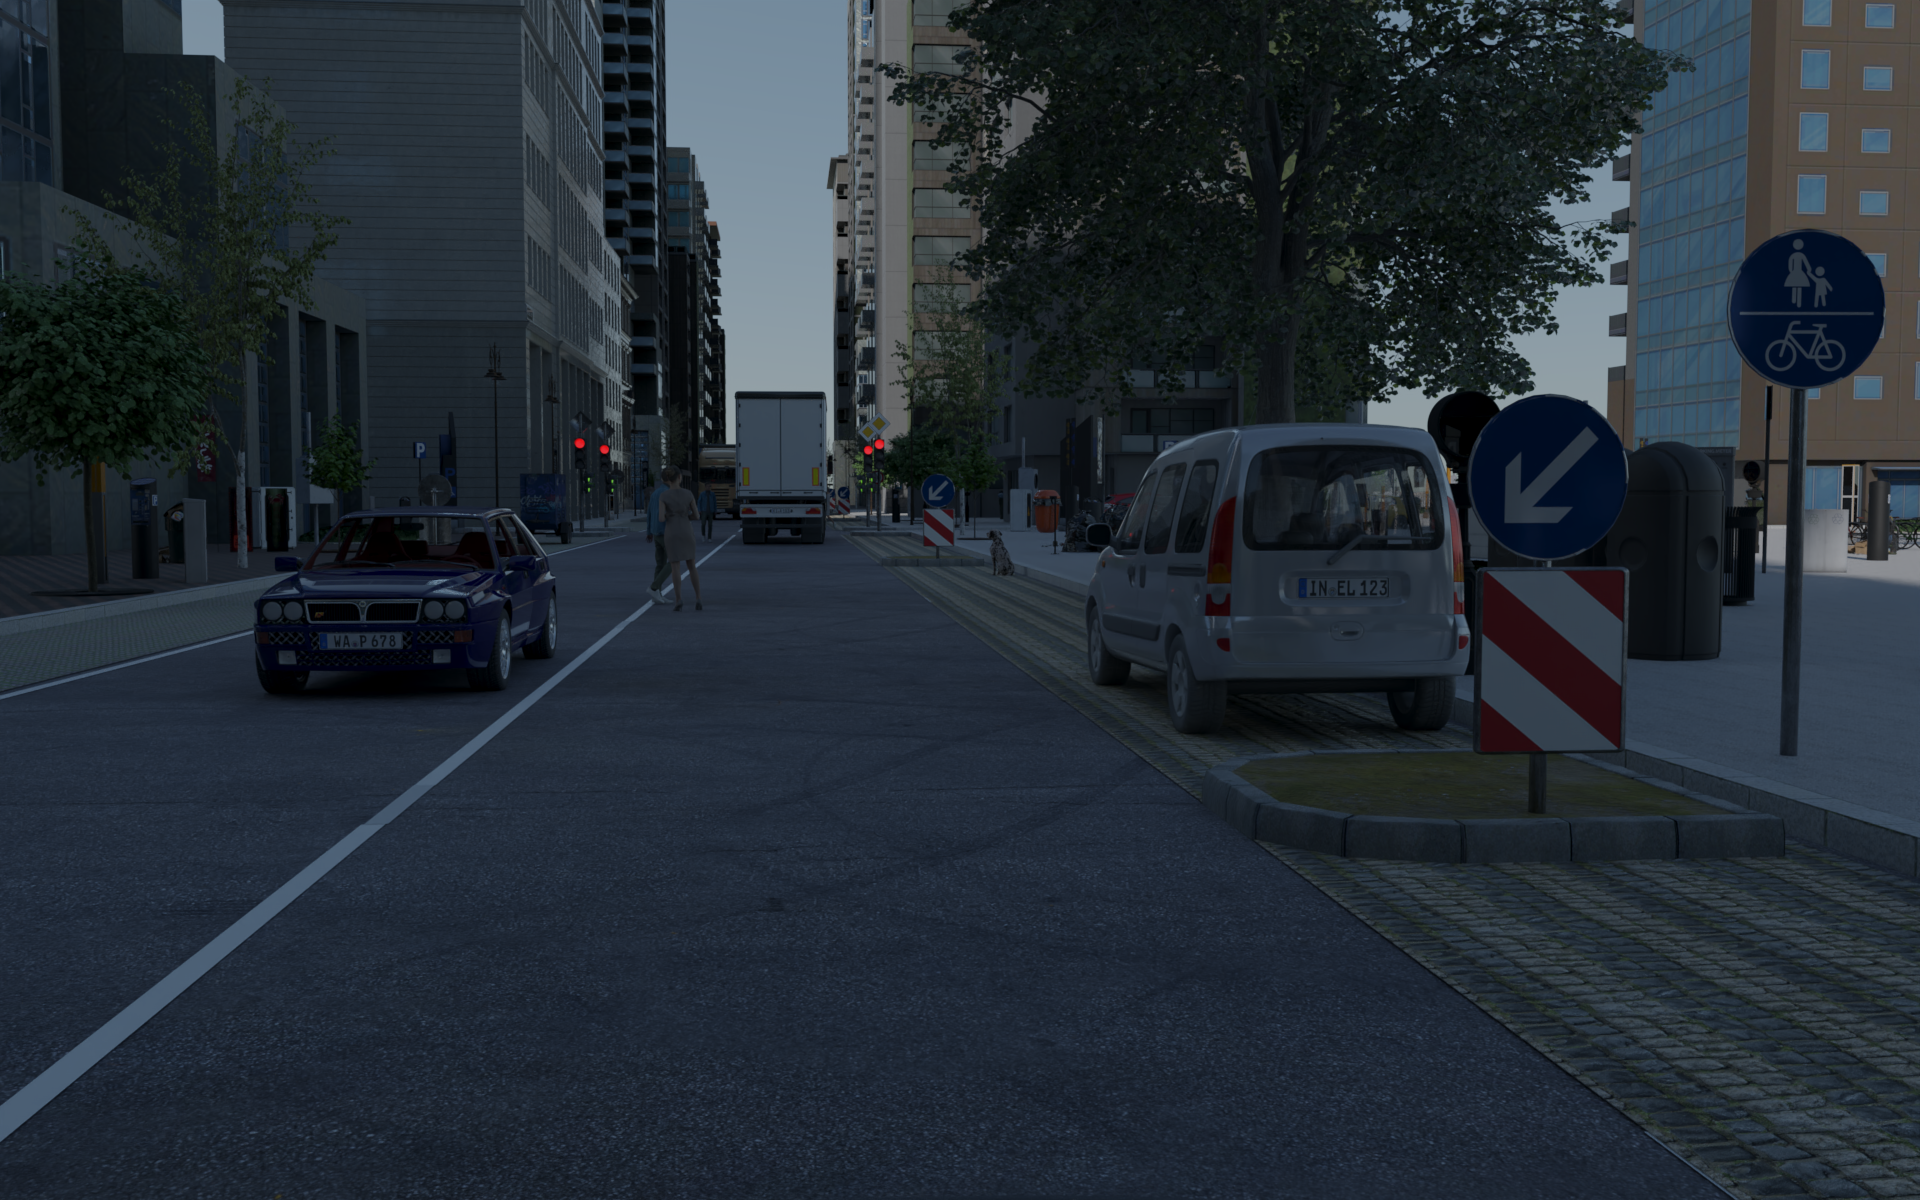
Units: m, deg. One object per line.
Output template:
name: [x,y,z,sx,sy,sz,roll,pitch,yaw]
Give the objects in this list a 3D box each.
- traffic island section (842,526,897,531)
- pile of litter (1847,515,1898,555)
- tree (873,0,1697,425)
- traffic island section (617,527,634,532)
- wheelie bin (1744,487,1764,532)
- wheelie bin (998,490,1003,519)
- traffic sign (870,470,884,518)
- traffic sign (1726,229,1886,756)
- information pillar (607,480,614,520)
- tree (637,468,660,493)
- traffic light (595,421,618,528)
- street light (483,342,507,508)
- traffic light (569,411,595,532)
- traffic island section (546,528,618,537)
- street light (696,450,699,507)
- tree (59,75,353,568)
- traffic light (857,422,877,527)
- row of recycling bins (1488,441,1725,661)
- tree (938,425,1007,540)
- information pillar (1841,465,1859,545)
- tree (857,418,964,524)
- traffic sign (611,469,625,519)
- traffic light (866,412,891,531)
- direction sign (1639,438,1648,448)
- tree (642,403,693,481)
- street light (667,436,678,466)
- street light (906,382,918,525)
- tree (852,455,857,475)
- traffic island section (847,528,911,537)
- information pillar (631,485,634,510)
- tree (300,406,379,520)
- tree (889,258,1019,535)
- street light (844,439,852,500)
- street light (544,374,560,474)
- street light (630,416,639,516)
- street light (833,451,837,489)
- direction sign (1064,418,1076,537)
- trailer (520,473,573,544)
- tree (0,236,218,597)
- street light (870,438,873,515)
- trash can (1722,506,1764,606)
traffic island section: [-3.553,-2.764,67.464,2.009,0.180,2.903,0,4,-6]
pile of litter: [19.532,-1.417,37.137,1.719,0.858,1.176,-3,5,-44]
tree: [3.881,-6.968,20.577,9.857,13.997,8.962,0,3,0]
traffic island section: [-13.595,-2.702,66.461,2.009,0.180,2.903,0,4,-6]
wheelie bin: [27.321,-3.156,59.516,0.693,1.594,0.980,1,4,16]
wheelie bin: [2.302,-4.891,87.871,0.693,1.594,0.980,1,4,16]
traffic sign: [-4.443,-5.671,92.823,0.768,2.556,0.104,0,4,2]
traffic sign: [4.073,-0.509,8.435,0.768,2.556,0.104,0,4,-1]
information pillar: [-17.209,-4.931,85.111,0.304,2.012,0.304,3,4,37]
tree: [-22.530,-8.004,125.475,1.663,3.219,1.824,0,3,0]
traffic light: [-13.554,-4.735,66.330,0.839,4.253,0.868,0,4,-6]
street light: [-14.146,-4.896,52.837,0.468,5.910,1.993,0,4,-6]
traffic light: [-12.753,-4.249,58.385,0.839,4.253,0.868,0,4,-6]
traffic island section: [-12.794,-2.216,58.516,2.009,0.180,2.903,0,4,-6]
street light: [-26.803,-12.501,177.184,0.468,5.910,1.993,0,4,-6]
tree: [-12.744,-4.866,29.925,4.737,8.622,4.395,0,3,0]
traffic light: [-3.594,-4.797,67.346,0.839,4.253,0.868,0,4,-6]
row of recycling bins: [5.460,-0.481,14.980,1.069,1.692,3.534,0,4,-2]
tree: [0.384,-3.306,48.654,1.663,3.219,1.824,0,3,0]
information pillar: [22.326,-2.384,43.470,0.304,2.012,0.304,-3,5,-41]
tree: [-1.461,-5.604,75.331,4.285,4.588,4.351,0,3,0]
traffic sign: [-17.542,-5.417,88.667,0.768,2.556,0.104,0,4,3]
traffic light: [-2.793,-4.311,59.401,0.839,4.253,0.868,0,4,-6]
direction sign: [27.716,-4.788,70.284,0.379,3.537,0.876,3,5,41]
tree: [-23.355,-11.527,138.824,4.360,8.622,3.978,0,3,0]
street light: [-22.547,-9.932,135.173,0.468,5.910,1.993,0,4,-6]
street light: [-1.995,-6.030,71.382,0.468,5.910,1.993,0,4,-6]
tree: [-5.293,-7.742,110.299,4.285,4.588,4.351,0,3,0]
traffic island section: [-2.752,-2.278,59.519,2.009,0.180,2.903,0,4,-6]
information pillar: [-26.372,-8.234,139.119,0.304,2.012,0.304,-1,4,-15]
tree: [-13.577,-2.663,38.144,1.663,3.219,1.824,0,3,0]
tree: [-0.013,-6.313,53.578,4.737,8.622,4.395,0,3,0]
street light: [-9.781,-10.755,148.629,0.468,5.910,1.993,0,4,-6]
street light: [-15.650,-5.738,66.599,0.468,5.910,1.993,0,4,-6]
street light: [-18.949,-7.836,100.901,0.468,5.910,1.993,0,4,-6]
street light: [-13.283,-12.905,183.777,0.468,5.910,1.993,0,4,-6]
direction sign: [3.311,-3.658,51.799,0.379,3.537,0.876,-1,4,-14]
trailer: [-11.801,-2.554,48.808,1.471,1.999,3.904,0,4,-7]
tree: [-11.228,-2.360,22.295,4.285,4.588,4.351,0,3,0]
street light: [-5.428,-8.142,105.913,0.468,5.910,1.993,0,4,-6]
trash can: [8.866,-0.512,20.025,0.748,1.137,0.748,0,3,0]
